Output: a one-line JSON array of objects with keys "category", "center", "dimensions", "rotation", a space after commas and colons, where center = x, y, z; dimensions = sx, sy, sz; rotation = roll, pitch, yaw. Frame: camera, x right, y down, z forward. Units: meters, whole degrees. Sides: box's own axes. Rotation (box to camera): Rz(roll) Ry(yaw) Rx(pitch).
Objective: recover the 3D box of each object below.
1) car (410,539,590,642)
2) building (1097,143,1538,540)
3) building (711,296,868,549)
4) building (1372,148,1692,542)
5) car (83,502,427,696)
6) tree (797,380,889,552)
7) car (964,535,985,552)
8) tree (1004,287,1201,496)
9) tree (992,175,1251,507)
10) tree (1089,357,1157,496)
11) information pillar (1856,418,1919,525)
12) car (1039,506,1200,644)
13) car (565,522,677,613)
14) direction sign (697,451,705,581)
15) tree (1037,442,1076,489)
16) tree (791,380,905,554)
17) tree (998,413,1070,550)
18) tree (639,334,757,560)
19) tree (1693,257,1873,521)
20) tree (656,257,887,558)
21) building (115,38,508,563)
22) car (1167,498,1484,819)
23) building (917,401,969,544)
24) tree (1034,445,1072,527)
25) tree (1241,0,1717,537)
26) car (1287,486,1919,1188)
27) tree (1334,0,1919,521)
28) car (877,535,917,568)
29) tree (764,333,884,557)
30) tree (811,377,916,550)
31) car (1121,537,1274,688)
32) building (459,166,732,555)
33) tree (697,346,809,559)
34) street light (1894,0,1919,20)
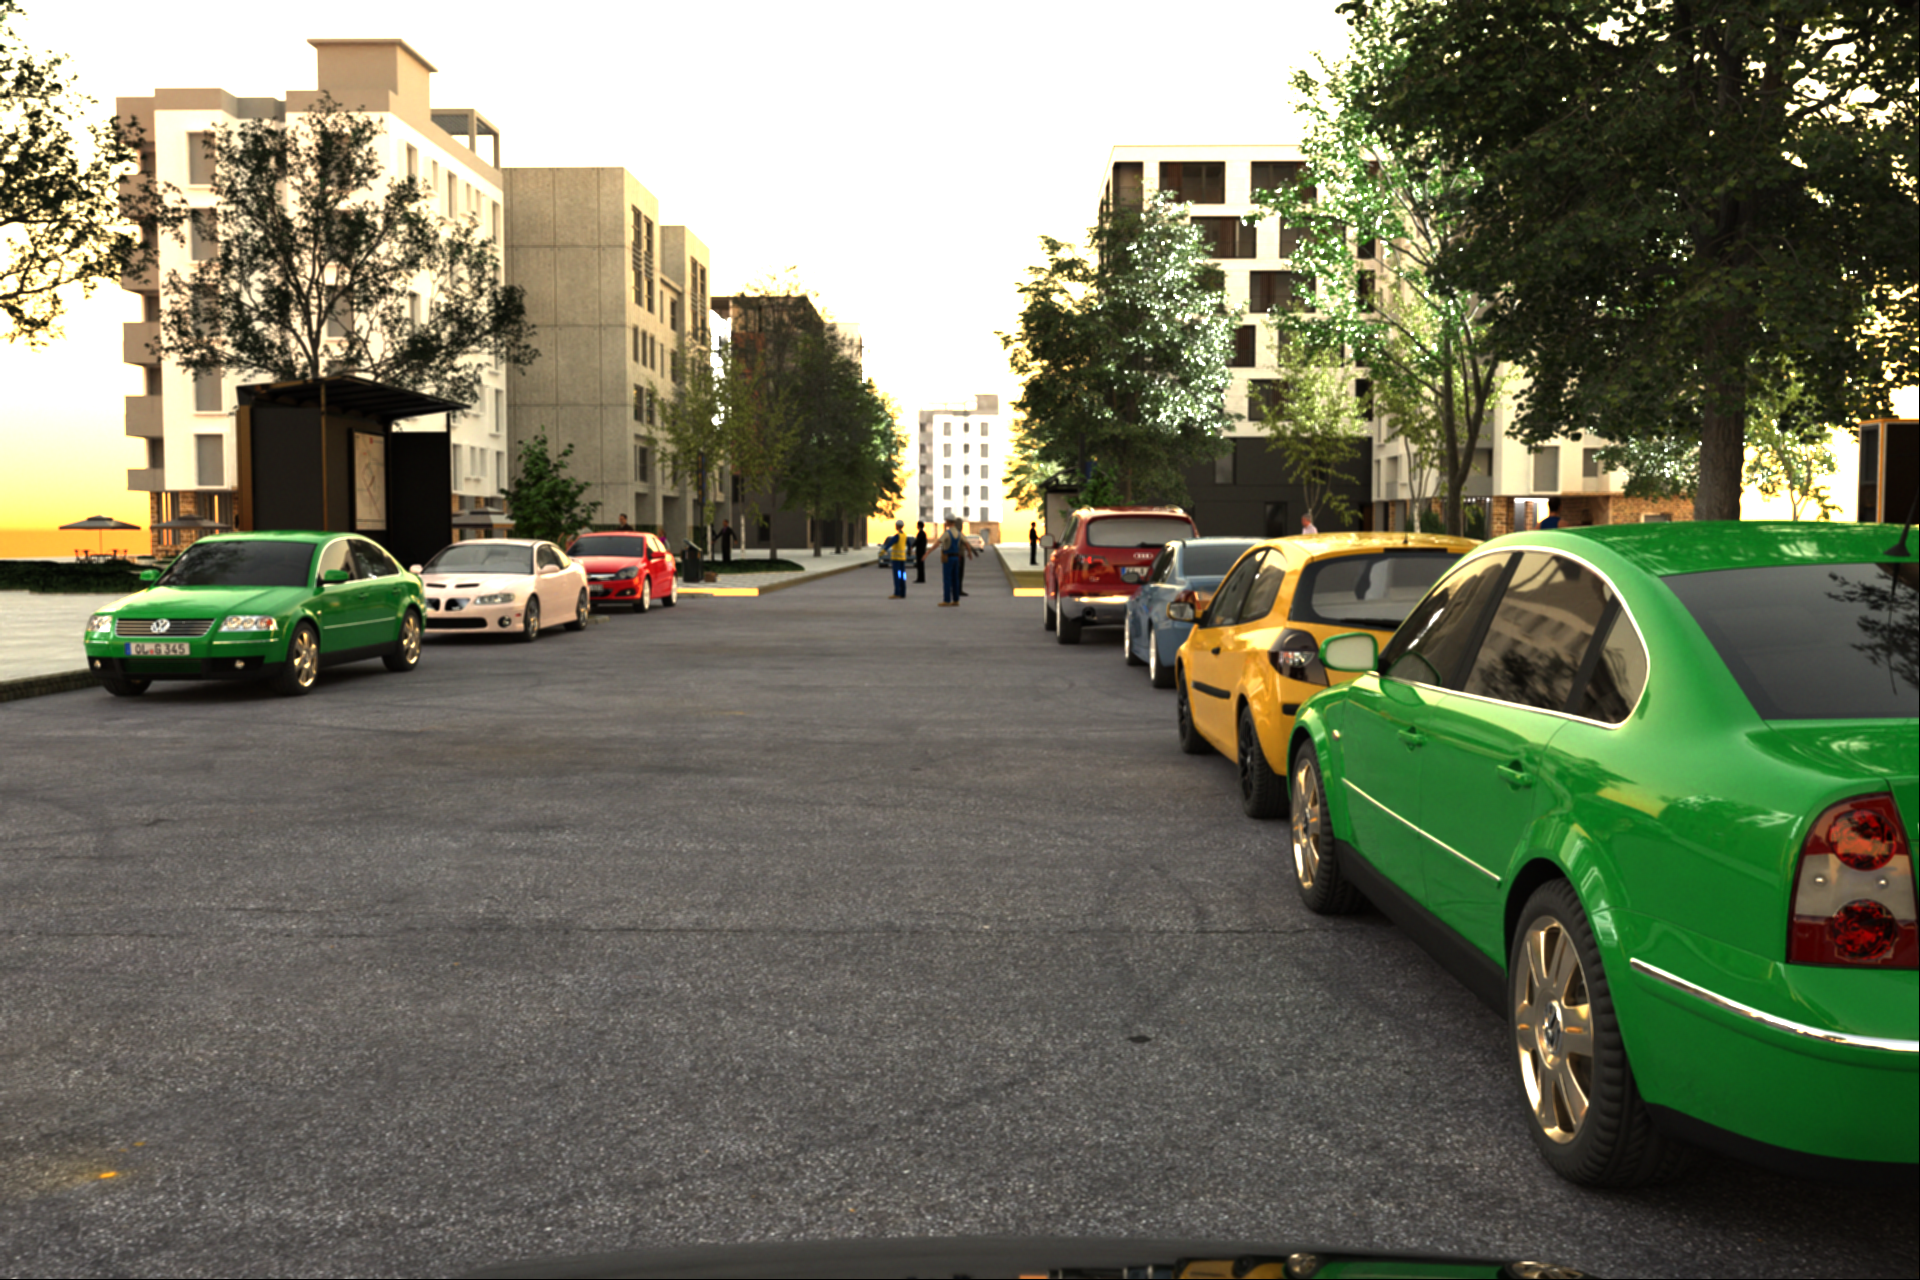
[{"category": "car", "center": [-6.545, -0.739, 24.446], "dimensions": [2.083, 1.381, 4.827], "rotation": [0, 4, 1]}, {"category": "building", "center": [22.268, -16.105, 107.292], "dimensions": [27.936, 21.610, 32.646], "rotation": [0, 4, 1]}, {"category": "building", "center": [-23.633, -19.645, 165.166], "dimensions": [27.936, 21.610, 32.646], "rotation": [0, 4, 0]}, {"category": "building", "center": [26.275, -14.123, 87.323], "dimensions": [16.016, 20.090, 11.380], "rotation": [0, 4, 1]}, {"category": "car", "center": [-6.639, -0.486, 16.748], "dimensions": [1.959, 1.807, 4.718], "rotation": [0, 4, 1]}, {"category": "tree", "center": [-8.487, -12.559, 123.464], "dimensions": [7.486, 12.596, 7.792], "rotation": [0, 3, 0]}, {"category": "car", "center": [0.970, -7.745, 138.992], "dimensions": [2.083, 1.381, 4.827], "rotation": [0, 4, 1]}, {"category": "tree", "center": [7.166, -10.612, 83.882], "dimensions": [12.009, 13.543, 11.850], "rotation": [0, 3, 0]}, {"category": "tree", "center": [6.045, -9.601, 63.624], "dimensions": [9.857, 13.997, 8.962], "rotation": [0, 3, 0]}, {"category": "tree", "center": [6.788, -7.505, 73.075], "dimensions": [4.737, 8.622, 4.395], "rotation": [0, 3, 0]}, {"category": "information pillar", "center": [5.989, -0.409, 11.172], "dimensions": [0.304, 2.012, 0.304], "rotation": [0, 4, 1]}, {"category": "car", "center": [2.270, -0.943, 24.090], "dimensions": [2.281, 1.827, 5.304], "rotation": [0, 4, 0]}, {"category": "car", "center": [-6.559, -1.456, 32.849], "dimensions": [2.155, 1.783, 4.494], "rotation": [0, 4, 1]}, {"category": "direction sign", "center": [-7.138, -3.416, 47.853], "dimensions": [0.379, 3.537, 0.876], "rotation": [0, 4, 3]}, {"category": "tree", "center": [7.582, -10.854, 127.827], "dimensions": [4.360, 8.622, 3.978], "rotation": [0, 3, 0]}, {"category": "tree", "center": [-7.767, -11.410, 112.306], "dimensions": [9.928, 11.665, 9.643], "rotation": [0, 3, 0]}, {"category": "tree", "center": [6.972, -13.603, 140.540], "dimensions": [7.486, 12.596, 7.792], "rotation": [0, 3, 0]}, {"category": "tree", "center": [-9.345, -6.880, 62.850], "dimensions": [4.737, 8.622, 4.395], "rotation": [0, 3, 0]}, {"category": "tree", "center": [21.130, -5.722, 43.915], "dimensions": [4.737, 8.622, 4.395], "rotation": [0, 3, 0]}, {"category": "tree", "center": [-8.290, -10.196, 77.074], "dimensions": [12.009, 13.543, 11.850], "rotation": [0, 3, 0]}, {"category": "building", "center": [-26.267, -12.918, 67.621], "dimensions": [16.016, 20.090, 11.380], "rotation": [0, 4, 1]}, {"category": "car", "center": [2.286, 0.005, 10.147], "dimensions": [2.015, 1.641, 3.980], "rotation": [0, 4, 0]}, {"category": "building", "center": [-5.536, -23.175, 237.781], "dimensions": [11.380, 20.090, 16.016], "rotation": [0, 4, 6]}, {"category": "tree", "center": [7.517, -11.177, 133.106], "dimensions": [4.737, 8.622, 4.395], "rotation": [0, 3, 0]}, {"category": "tree", "center": [9.134, -6.450, 31.216], "dimensions": [9.928, 11.665, 9.643], "rotation": [0, 3, 0]}, {"category": "car", "center": [2.185, 0.221, 5.179], "dimensions": [1.959, 1.807, 4.718], "rotation": [0, 4, 0]}, {"category": "tree", "center": [8.599, -6.899, 19.446], "dimensions": [9.857, 13.997, 8.962], "rotation": [0, 3, 0]}, {"category": "car", "center": [-2.544, -3.836, 74.718], "dimensions": [2.014, 1.417, 4.499], "rotation": [0, 4, 1]}, {"category": "tree", "center": [-7.774, -10.966, 97.418], "dimensions": [7.486, 12.596, 7.792], "rotation": [0, 3, 0]}, {"category": "tree", "center": [-8.415, -14.244, 139.539], "dimensions": [9.857, 13.997, 8.962], "rotation": [0, 3, 0]}, {"category": "car", "center": [2.663, -0.329, 17.380], "dimensions": [2.014, 1.417, 4.499], "rotation": [0, 4, 0]}, {"category": "building", "center": [-24.046, -14.256, 99.546], "dimensions": [16.747, 18.905, 31.486], "rotation": [0, 4, 2]}, {"category": "tree", "center": [-8.300, -7.190, 67.923], "dimensions": [4.737, 8.622, 4.395], "rotation": [0, 3, 0]}, {"category": "street light", "center": [6.401, -2.325, 10.797], "dimensions": [0.468, 5.910, 1.993], "rotation": [0, 4, 0]}]
